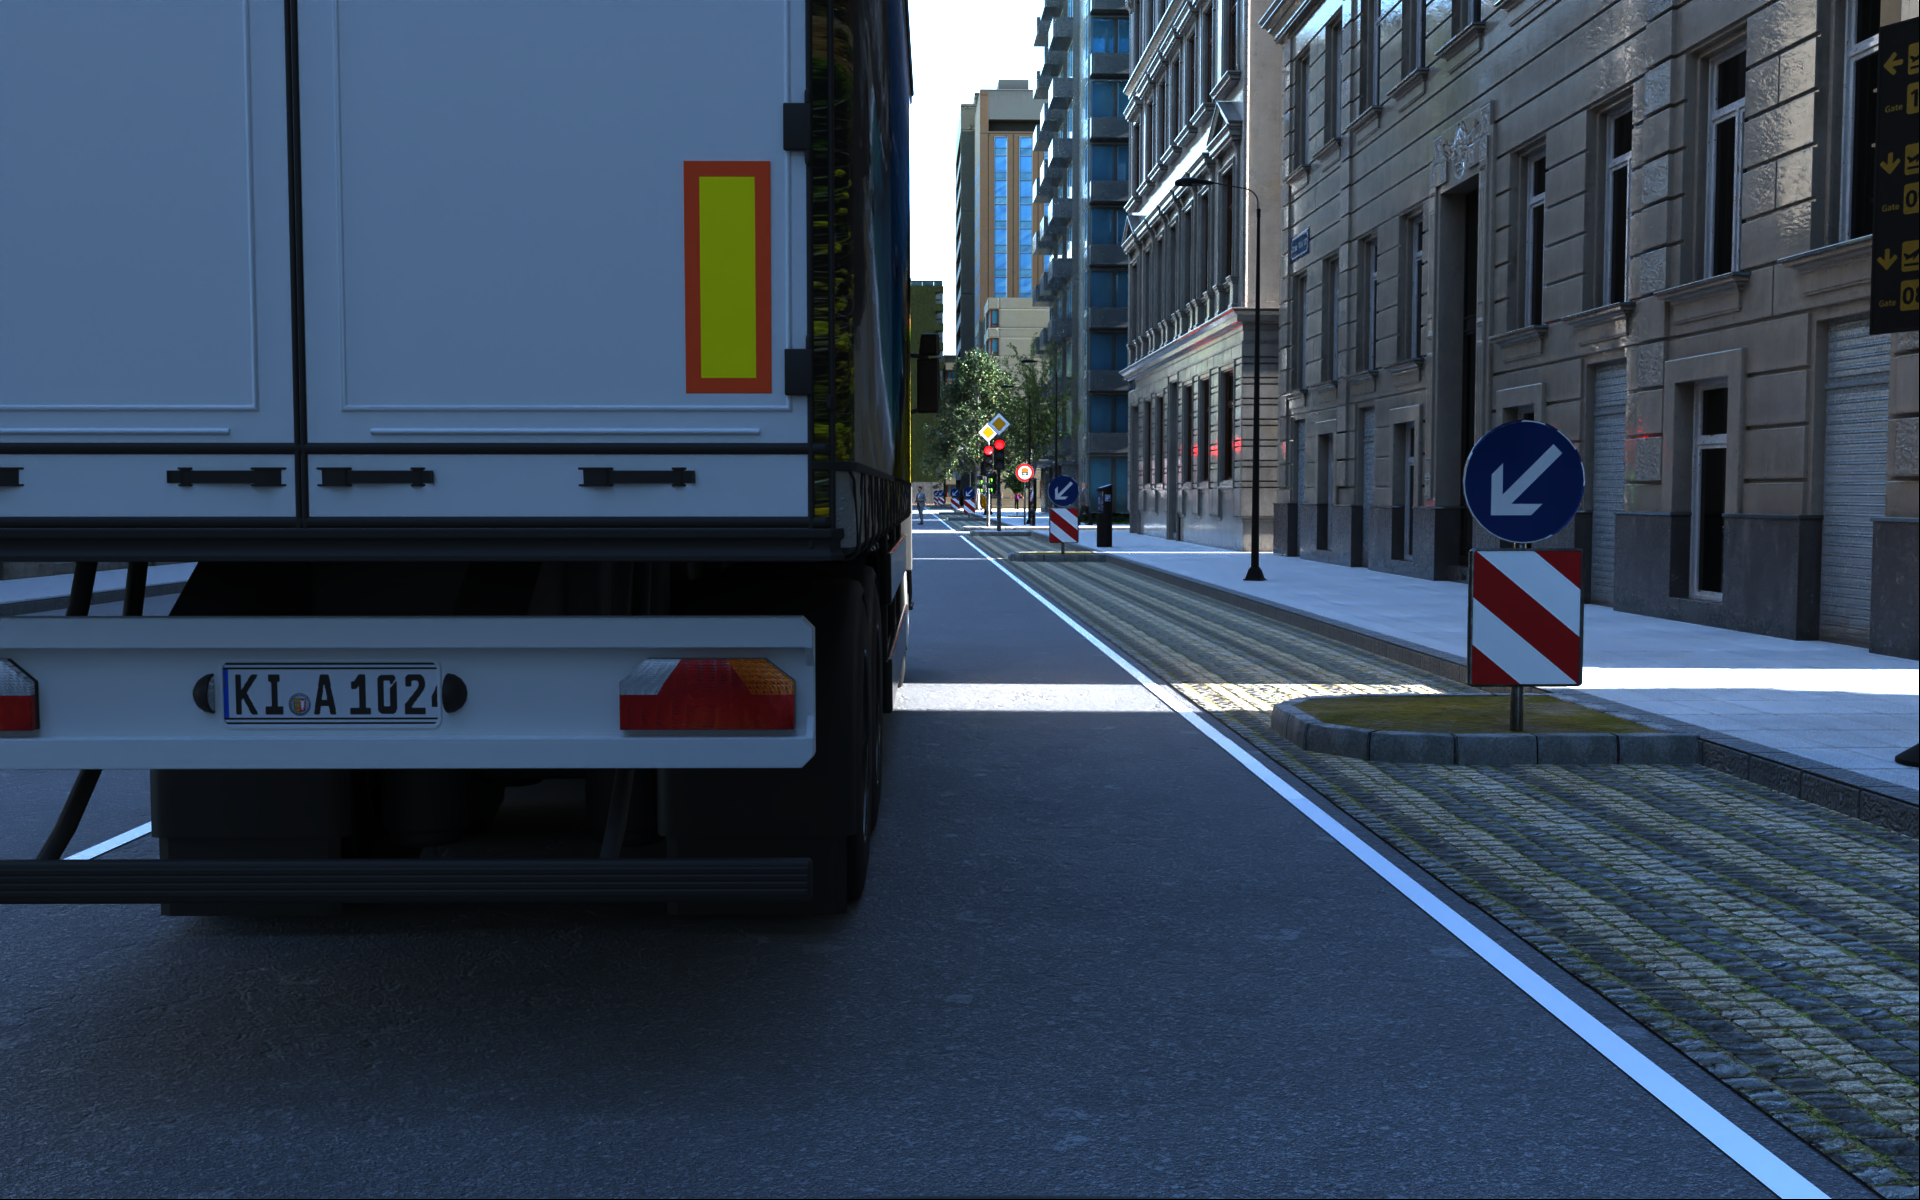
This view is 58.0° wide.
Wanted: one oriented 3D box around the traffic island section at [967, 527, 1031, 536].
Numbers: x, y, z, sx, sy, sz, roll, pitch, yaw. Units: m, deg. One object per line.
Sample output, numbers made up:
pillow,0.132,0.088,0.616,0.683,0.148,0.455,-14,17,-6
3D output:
traffic island section,1.369,-2.303,59.937,2.009,0.180,2.903,0,4,-2

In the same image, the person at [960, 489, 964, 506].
person,0.202,-10.806,182.851,0.705,1.807,1.348,1,4,9

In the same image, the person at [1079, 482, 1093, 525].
person,5.058,-3.964,71.258,0.834,1.777,0.661,0,4,-1

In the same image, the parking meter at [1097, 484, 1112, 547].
parking meter,3.506,-2.055,42.006,0.372,1.533,0.369,0,3,0

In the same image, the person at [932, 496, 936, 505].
person,-2.849,-11.513,199.966,0.599,1.433,0.991,3,5,42

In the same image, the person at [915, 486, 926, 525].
person,-1.919,-4.456,81.557,0.606,1.804,0.583,3,5,40

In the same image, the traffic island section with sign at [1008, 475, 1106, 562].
traffic island section with sign,2.056,-1.755,37.322,1.989,1.847,2.006,0,4,-2

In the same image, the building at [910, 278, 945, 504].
building,-9.223,-28.279,234.069,14.107,30.474,14.160,0,4,-2

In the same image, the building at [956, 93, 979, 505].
building,10.433,-35.637,206.367,21.300,48.544,21.600,0,4,-2

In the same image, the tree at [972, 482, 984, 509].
tree,1.796,-9.486,149.697,1.663,3.219,1.824,0,3,0

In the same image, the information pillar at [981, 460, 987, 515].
information pillar,1.514,-7.032,106.330,0.504,3.616,0.183,-3,5,-39

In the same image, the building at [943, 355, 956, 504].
building,12.109,-24.278,241.976,28.899,21.520,27.650,0,4,-2

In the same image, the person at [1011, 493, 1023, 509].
person,4.820,-8.537,146.303,1.217,1.739,0.721,2,4,27

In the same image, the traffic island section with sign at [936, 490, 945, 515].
traffic island section with sign,-0.473,-6.846,120.563,1.989,1.847,2.006,0,4,-2

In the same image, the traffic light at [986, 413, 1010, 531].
traffic light,1.328,-4.336,59.822,0.839,4.253,0.868,0,4,-2

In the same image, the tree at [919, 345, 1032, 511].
tree,1.426,-13.237,133.430,9.611,12.733,9.660,0,3,0

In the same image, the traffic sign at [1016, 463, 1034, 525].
traffic sign,2.688,-4.390,71.883,0.768,2.556,0.104,0,4,2

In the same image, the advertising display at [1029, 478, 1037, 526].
advertising display,2.932,-3.944,69.697,0.123,1.923,0.974,0,4,-8

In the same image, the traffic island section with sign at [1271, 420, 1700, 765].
traffic island section with sign,2.891,-0.087,10.049,1.989,1.847,2.006,0,4,-2

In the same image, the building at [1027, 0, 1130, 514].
building,16.274,-29.972,109.649,23.786,49.044,30.456,0,4,-2

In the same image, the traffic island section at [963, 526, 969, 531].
traffic island section,1.126,-2.791,67.918,2.009,0.180,2.903,0,4,-2

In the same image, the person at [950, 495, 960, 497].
person,-0.579,-11.260,190.825,1.217,1.739,0.721,0,4,-6

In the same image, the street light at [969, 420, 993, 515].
street light,1.388,-8.318,108.536,1.470,5.913,1.316,0,4,-2

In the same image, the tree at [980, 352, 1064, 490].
tree,3.504,-8.416,87.971,4.360,8.622,3.978,0,3,0

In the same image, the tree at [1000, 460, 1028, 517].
tree,3.303,-6.269,97.093,1.663,3.219,1.824,0,3,0

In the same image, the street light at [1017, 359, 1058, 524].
street light,2.790,-5.340,59.853,1.470,5.913,1.316,0,4,-2

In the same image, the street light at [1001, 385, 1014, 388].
street light,2.431,-6.197,73.867,1.470,5.913,1.316,0,4,-2

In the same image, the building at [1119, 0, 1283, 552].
building,10.902,-12.923,47.453,11.583,22.565,21.152,0,4,-2

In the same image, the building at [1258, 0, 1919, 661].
building,12.656,-13.871,24.050,12.463,27.353,25.104,0,4,-2

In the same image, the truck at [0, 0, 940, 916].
truck,-1.524,-1.251,9.364,2.839,4.237,11.283,0,4,-1

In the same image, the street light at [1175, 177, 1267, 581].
street light,3.847,-3.244,25.585,1.470,5.913,1.316,0,4,-2

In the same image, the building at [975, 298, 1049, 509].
building,15.854,-19.712,167.333,27.650,21.520,28.899,0,4,-2

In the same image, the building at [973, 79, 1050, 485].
building,8.763,-32.932,188.540,14.600,45.320,14.200,0,4,-2

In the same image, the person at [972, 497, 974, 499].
person,1.220,-9.344,162.010,0.628,1.438,0.799,-1,4,-20

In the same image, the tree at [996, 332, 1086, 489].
tree,3.468,-7.925,79.928,4.737,8.622,4.395,0,3,0

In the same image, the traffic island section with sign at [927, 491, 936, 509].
traffic island section with sign,-1.955,-9.849,169.655,1.989,1.847,2.006,0,4,-2

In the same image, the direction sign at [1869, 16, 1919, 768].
direction sign,4.650,-0.985,8.108,0.379,3.537,0.876,-2,4,-25

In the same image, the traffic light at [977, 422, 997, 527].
traffic light,1.086,-4.825,67.803,0.839,4.253,0.868,0,4,-2

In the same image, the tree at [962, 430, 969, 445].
tree,1.804,-11.976,146.166,4.360,8.622,3.978,0,3,0

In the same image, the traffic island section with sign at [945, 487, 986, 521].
traffic island section with sign,0.360,-5.172,93.188,1.989,1.847,2.006,0,4,-2

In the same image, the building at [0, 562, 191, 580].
building,-21.323,-11.445,20.407,16.112,22.955,30.059,0,4,-2

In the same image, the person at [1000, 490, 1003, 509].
person,3.558,-8.886,152.796,0.415,1.643,0.593,-1,4,-11
